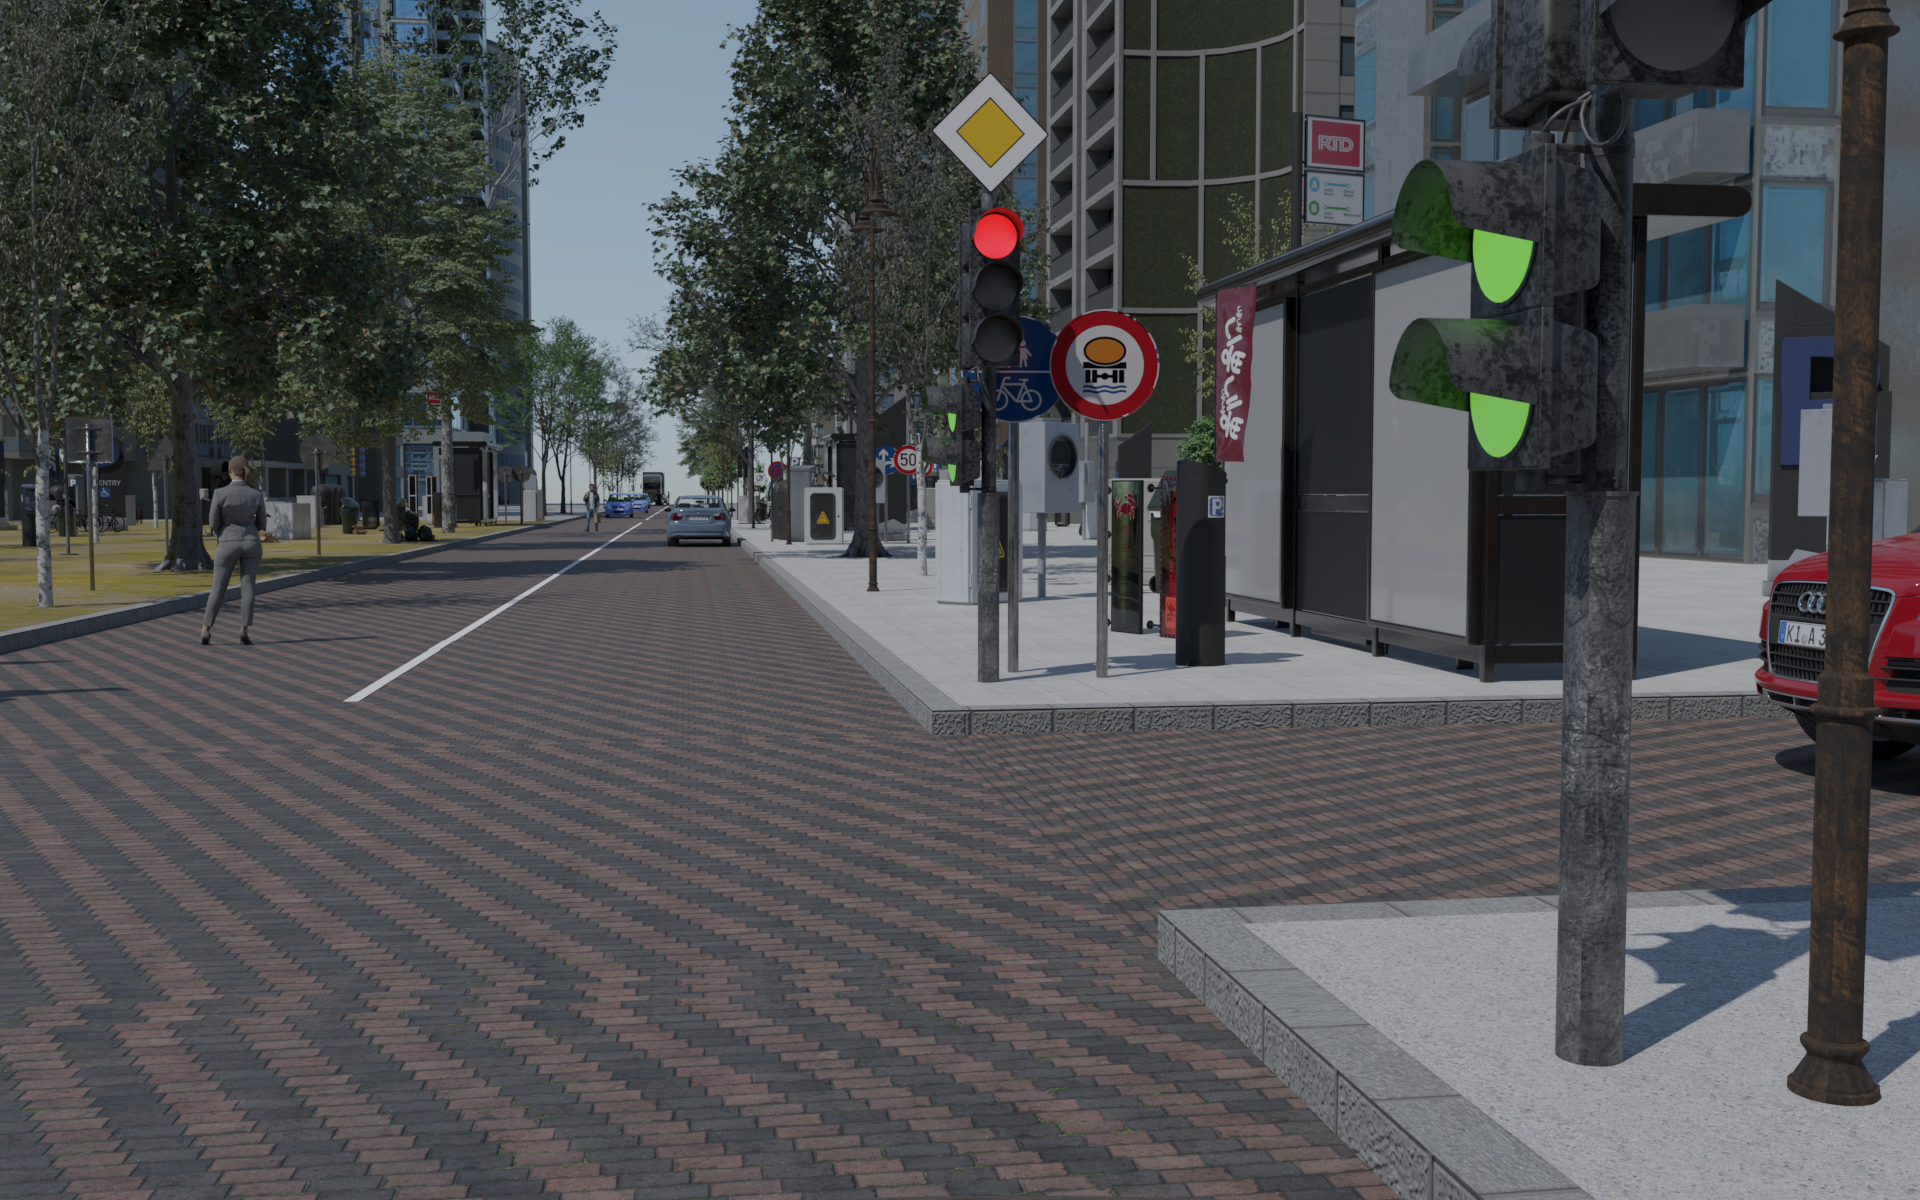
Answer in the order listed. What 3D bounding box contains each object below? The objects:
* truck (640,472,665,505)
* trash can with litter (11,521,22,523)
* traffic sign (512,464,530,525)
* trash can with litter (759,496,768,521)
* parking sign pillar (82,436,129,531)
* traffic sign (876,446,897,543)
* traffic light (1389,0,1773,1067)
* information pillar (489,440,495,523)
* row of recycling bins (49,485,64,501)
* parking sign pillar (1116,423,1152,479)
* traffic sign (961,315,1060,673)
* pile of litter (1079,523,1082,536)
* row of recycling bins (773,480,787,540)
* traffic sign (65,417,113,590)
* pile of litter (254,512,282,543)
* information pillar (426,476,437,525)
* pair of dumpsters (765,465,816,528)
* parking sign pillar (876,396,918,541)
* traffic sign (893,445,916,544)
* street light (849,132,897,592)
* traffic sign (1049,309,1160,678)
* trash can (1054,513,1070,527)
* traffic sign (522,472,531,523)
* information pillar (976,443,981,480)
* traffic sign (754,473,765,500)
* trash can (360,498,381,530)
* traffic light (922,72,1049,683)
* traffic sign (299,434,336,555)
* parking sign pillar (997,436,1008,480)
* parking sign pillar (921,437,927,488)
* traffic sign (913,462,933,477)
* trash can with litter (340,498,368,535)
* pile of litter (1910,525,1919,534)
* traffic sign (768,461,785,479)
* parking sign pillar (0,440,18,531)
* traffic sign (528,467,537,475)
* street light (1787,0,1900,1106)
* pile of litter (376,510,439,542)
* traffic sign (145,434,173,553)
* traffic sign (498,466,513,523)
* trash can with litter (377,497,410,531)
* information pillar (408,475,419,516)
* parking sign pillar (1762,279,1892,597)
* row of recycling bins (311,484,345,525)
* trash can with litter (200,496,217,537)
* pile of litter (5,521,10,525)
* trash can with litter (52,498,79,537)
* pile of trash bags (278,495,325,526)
[{"bbox_3d":[-39.196,-14.220,221.411,2.839,4.237,11.283,0,4,-8],"label":"truck"},{"bbox_3d":[-40.860,-3.992,76.330,1.678,1.210,2.233,-1,4,-19],"label":"trash can with litter"},{"bbox_3d":[-18.450,-4.444,72.770,0.768,2.556,0.104,0,4,1],"label":"traffic sign"},{"bbox_3d":[-9.618,-4.314,81.915,1.055,1.170,0.624,0,4,-8],"label":"trash can with litter"},{"bbox_3d":[-29.761,-4.387,60.205,1.447,3.967,1.447,-2,4,-28],"label":"parking sign pillar"},{"bbox_3d":[-1.947,-2.777,45.513,0.768,2.556,0.104,-1,4,-9],"label":"traffic sign"},{"bbox_3d":[1.415,-0.912,3.833,0.839,4.253,0.868,-1,4,-9],"label":"traffic light"},{"bbox_3d":[-20.567,-5.172,75.915,0.183,3.616,0.504,-2,4,-29],"label":"information pillar"},{"bbox_3d":[-41.099,-4.446,79.810,1.069,1.692,3.534,2,4,31],"label":"row of recycling bins"},{"bbox_3d":[6.565,-4.712,65.518,1.447,3.967,1.447,-1,4,-11],"label":"parking sign pillar"},{"bbox_3d":[0.384,-0.752,12.402,0.768,2.556,0.104,0,4,-3],"label":"traffic sign"},{"bbox_3d":[4.343,-2.423,53.586,1.719,0.858,1.176,-3,5,-41],"label":"pile of litter"},{"bbox_3d":[-4.888,-2.606,49.713,1.069,1.692,3.534,0,4,-8],"label":"row of recycling bins"},{"bbox_3d":[-11.537,-1.275,22.975,0.606,2.300,0.079,0,4,-1],"label":"traffic sign"},{"bbox_3d":[-18.665,-1.954,45.911,1.719,0.858,1.176,1,4,18],"label":"pile of litter"},{"bbox_3d":[-21.931,-4.124,71.911,0.304,2.012,0.304,2,4,26],"label":"information pillar"},{"bbox_3d":[-5.960,-3.576,60.957,1.574,2.255,4.437,-1,4,-9],"label":"pair of dumpsters"},{"bbox_3d":[-2.147,-3.613,47.546,1.447,3.967,1.447,-2,4,-24],"label":"parking sign pillar"},{"bbox_3d":[-1.334,-2.734,44.799,0.768,2.556,0.104,0,4,-2],"label":"traffic sign"},{"bbox_3d":[-1.144,-3.049,22.645,0.468,5.910,1.993,-1,4,-9],"label":"street light"},{"bbox_3d":[0.993,-0.730,12.037,0.768,2.556,0.104,0,4,-5],"label":"traffic sign"},{"bbox_3d":[4.018,-3.449,68.038,0.748,1.137,0.748,0,3,0],"label":"trash can"},{"bbox_3d":[-19.443,-4.697,76.909,0.768,2.556,0.104,0,4,0],"label":"traffic sign"},{"bbox_3d":[0.449,-3.149,42.840,0.504,3.616,0.183,2,4,31],"label":"information pillar"},{"bbox_3d":[-9.730,-5.016,84.145,0.606,2.300,0.079,0,4,1],"label":"traffic sign"},{"bbox_3d":[-21.324,-3.122,62.695,0.748,1.137,0.748,0,3,0],"label":"trash can"},{"bbox_3d":[0.176,-1.395,11.721,0.839,4.253,0.868,-1,4,-9],"label":"traffic light"},{"bbox_3d":[-13.519,-2.223,36.454,0.768,2.556,0.104,0,4,0],"label":"traffic sign"},{"bbox_3d":[1.776,-4.711,65.497,1.447,3.967,1.447,2,4,34],"label":"parking sign pillar"},{"bbox_3d":[-2.160,-5.519,78.700,1.447,3.967,1.447,1,4,21],"label":"parking sign pillar"},{"bbox_3d":[-1.216,-3.294,53.970,0.768,2.556,0.104,0,4,-3],"label":"traffic sign"},{"bbox_3d":[-19.182,-2.665,54.966,1.055,1.170,0.624,3,4,36],"label":"trash can with litter"},{"bbox_3d":[15.219,-0.802,27.071,1.176,0.858,1.719,-2,4,-34],"label":"pile of litter"},{"bbox_3d":[-7.010,-4.072,66.683,0.768,2.556,0.104,0,4,-6],"label":"traffic sign"},{"bbox_3d":[-34.091,-4.440,61.066,1.447,3.967,1.447,-3,5,-41],"label":"parking sign pillar"},{"bbox_3d":[-20.497,-5.031,82.355,0.768,2.556,0.104,0,4,-8],"label":"traffic sign"},{"bbox_3d":[1.873,-1.881,3.537,0.468,5.910,1.993,-1,4,-9],"label":"street light"},{"bbox_3d":[-14.959,-2.010,46.830,1.719,0.858,1.176,-1,4,-20],"label":"pile of litter"},{"bbox_3d":[-17.141,-2.287,37.391,0.884,2.594,0.081,0,4,0],"label":"traffic sign"},{"bbox_3d":[-20.360,-4.740,77.604,0.768,2.556,0.104,0,4,-1],"label":"traffic sign"},{"bbox_3d":[-19.608,-2.965,59.869,0.624,1.170,1.055,2,4,27],"label":"trash can with litter"},{"bbox_3d":[-21.139,-3.823,66.993,0.304,2.012,0.304,0,4,-5],"label":"information pillar"},{"bbox_3d":[10.810,-2.021,21.518,1.447,3.967,1.447,1,4,20],"label":"parking sign pillar"},{"bbox_3d":[-26.533,-4.023,72.883,1.069,1.692,3.534,-1,4,-9],"label":"row of recycling bins"},{"bbox_3d":[-22.820,-2.485,51.689,1.678,1.210,2.233,1,4,10],"label":"trash can with litter"},{"bbox_3d":[-37.994,-3.317,68.199,1.176,0.858,1.719,0,4,0],"label":"pile of litter"},{"bbox_3d":[-26.840,-2.484,51.995,0.624,1.170,1.055,-1,4,-19],"label":"trash can with litter"},{"bbox_3d":[-26.971,-3.603,68.660,3.447,1.369,1.912,-1,4,-13],"label":"pile of trash bags"}]
